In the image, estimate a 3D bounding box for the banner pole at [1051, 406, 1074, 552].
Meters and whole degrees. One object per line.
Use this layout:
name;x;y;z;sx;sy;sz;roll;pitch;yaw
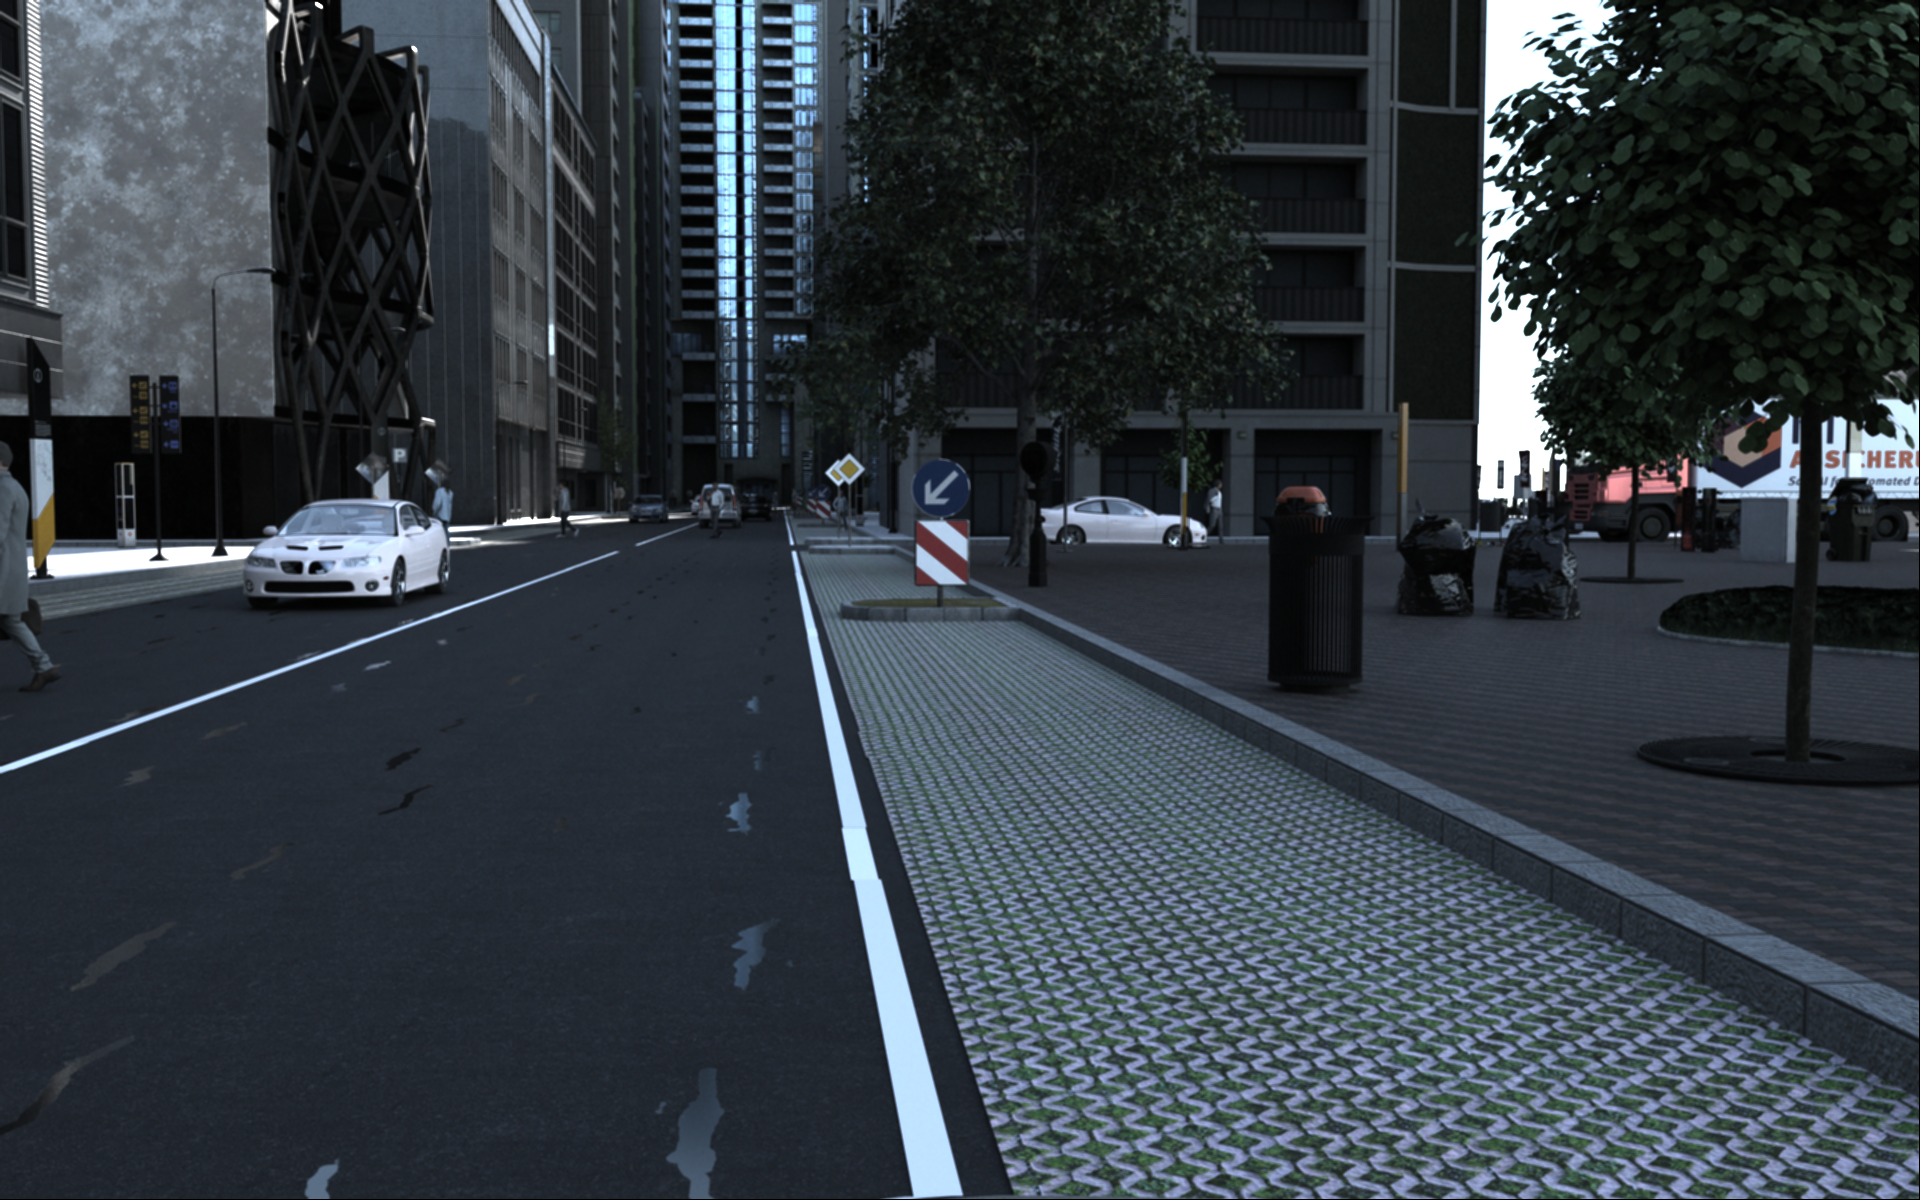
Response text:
banner pole;2.228;-2.963;38.467;0.401;3.779;0.863;-2;4;-27

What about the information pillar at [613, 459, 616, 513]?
information pillar;-23.085;-7.609;115.762;0.183;3.616;0.504;0;4;-6

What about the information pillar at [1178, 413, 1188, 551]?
information pillar;5.080;-2.933;39.309;0.183;3.616;0.504;0;4;1

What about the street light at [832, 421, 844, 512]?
street light;-5.059;-6.524;79.215;1.470;5.913;1.316;0;4;-6

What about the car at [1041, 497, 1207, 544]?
car;4.075;-2.023;45.439;4.827;1.381;2.083;0;4;-6

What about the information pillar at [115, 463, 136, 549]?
information pillar;-19.717;-2.228;40.924;0.304;2.012;0.304;2;4;33

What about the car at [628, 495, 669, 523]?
car;-15.615;-4.588;87.010;2.014;1.417;4.499;0;4;-6

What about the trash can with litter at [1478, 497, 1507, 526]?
trash can with litter;21.149;-3.510;68.779;1.055;1.170;0.624;2;4;34

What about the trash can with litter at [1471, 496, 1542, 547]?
trash can with litter;13.433;-1.929;42.595;2.233;1.210;1.678;2;4;25

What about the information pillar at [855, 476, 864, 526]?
information pillar;-4.006;-3.950;69.080;0.304;2.012;0.304;-1;4;-9

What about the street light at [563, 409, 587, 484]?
street light;-20.970;-7.442;94.213;1.470;5.913;1.316;0;4;-6

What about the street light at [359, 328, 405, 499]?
street light;-16.221;-4.649;48.556;1.470;5.913;1.316;0;4;-6

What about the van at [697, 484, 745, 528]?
van;-10.230;-4.091;73.893;2.013;2.044;4.112;0;4;-5

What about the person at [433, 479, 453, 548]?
person;-12.108;-1.947;40.603;0.793;1.790;0.793;-1;4;-10

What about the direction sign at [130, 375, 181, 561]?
direction sign;-15.381;-2.518;33.173;0.876;3.537;0.379;-1;4;-9

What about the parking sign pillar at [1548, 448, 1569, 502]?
parking sign pillar;32.897;-6.571;95.907;1.447;3.967;1.447;1;4;9

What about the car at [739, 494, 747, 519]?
car;-13.062;-5.472;99.252;2.009;1.686;4.222;0;4;-7

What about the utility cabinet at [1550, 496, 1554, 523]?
utility cabinet;24.084;-3.544;69.114;0.306;1.237;1.020;-3;5;-40

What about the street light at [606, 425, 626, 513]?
street light;-23.213;-8.835;116.987;1.470;5.913;1.316;0;4;-6

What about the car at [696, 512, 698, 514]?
car;-18.701;-7.089;128.481;1.945;1.354;3.894;0;4;-5

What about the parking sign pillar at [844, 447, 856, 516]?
parking sign pillar;-6.378;-6.826;100.070;1.447;3.967;1.447;-1;4;-15

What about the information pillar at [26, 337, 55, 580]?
information pillar;-13.864;-2.127;26.127;0.183;3.616;0.504;0;4;1

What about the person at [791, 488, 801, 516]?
person;-10.844;-6.412;113.462;0.853;1.813;0.709;-3;5;-41

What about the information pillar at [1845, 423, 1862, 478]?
information pillar;18.095;-2.675;35.099;0.504;3.616;0.183;-2;4;-35

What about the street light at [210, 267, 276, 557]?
street light;-14.723;-3.857;35.602;1.470;5.913;1.316;0;4;-6

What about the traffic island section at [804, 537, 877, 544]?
traffic island section;-3.486;-1.702;50.108;2.009;0.180;2.903;0;4;-6

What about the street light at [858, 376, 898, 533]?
street light;-2.728;-5.132;56.450;1.470;5.913;1.316;0;4;-6

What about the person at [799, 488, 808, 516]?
person;-9.956;-6.253;110.986;0.529;1.795;0.600;-3;4;-36

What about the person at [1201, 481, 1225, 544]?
person;6.973;-2.379;47.502;0.850;1.850;0.679;2;4;32

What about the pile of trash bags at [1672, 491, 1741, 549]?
pile of trash bags;18.587;-1.993;42.330;1.912;1.369;3.447;-1;4;-13

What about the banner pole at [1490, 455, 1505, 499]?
banner pole;34.337;-7.373;110.565;0.863;3.779;0.401;1;4;13

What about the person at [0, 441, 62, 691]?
person;-6.910;-0.233;12.416;0.767;1.812;0.694;-1;4;-18

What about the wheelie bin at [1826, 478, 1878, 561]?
wheelie bin;17.104;-1.545;33.167;0.980;1.594;0.693;-1;4;-20

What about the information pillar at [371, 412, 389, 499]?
information pillar;-16.548;-3.555;49.471;0.504;3.616;0.183;0;4;4

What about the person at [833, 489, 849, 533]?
person;-4.382;-3.270;63.778;0.589;1.601;0.330;0;4;-7

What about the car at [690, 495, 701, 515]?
car;-17.923;-6.691;121.764;2.083;1.381;4.827;0;4;-8

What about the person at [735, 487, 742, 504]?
person;-11.457;-4.901;88.808;0.661;1.801;0.590;1;4;22

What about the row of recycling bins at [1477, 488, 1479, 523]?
row of recycling bins;21.826;-4.335;77.986;1.069;1.692;3.534;-3;4;-36

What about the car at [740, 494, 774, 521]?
car;-10.929;-5.040;92.192;2.009;1.686;4.222;0;4;-4

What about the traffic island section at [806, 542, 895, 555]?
traffic island section;-2.665;-1.216;42.165;2.009;0.180;2.903;0;4;-6

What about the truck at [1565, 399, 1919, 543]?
truck;22.161;-3.640;48.426;11.283;4.237;2.839;0;4;-4

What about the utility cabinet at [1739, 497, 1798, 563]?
utility cabinet;15.327;-1.326;32.843;0.306;1.237;1.020;-2;4;-28

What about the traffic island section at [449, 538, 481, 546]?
traffic island section;-14.719;-1.631;48.955;2.009;0.180;2.903;0;4;-6

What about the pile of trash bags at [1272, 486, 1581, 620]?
pile of trash bags;5.104;-0.569;19.056;3.447;1.369;1.912;2;4;28

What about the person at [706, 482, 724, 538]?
person;-8.003;-2.933;56.556;0.679;1.850;0.850;2;4;23

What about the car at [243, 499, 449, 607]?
car;-8.204;-0.681;23.497;2.083;1.381;4.827;0;4;-5

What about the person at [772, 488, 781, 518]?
person;-10.840;-5.739;102.423;0.778;1.811;0.616;2;4;35

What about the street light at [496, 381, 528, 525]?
street light;-18.465;-6.042;71.331;1.470;5.913;1.316;0;4;-6

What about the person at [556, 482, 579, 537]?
person;-13.032;-3.004;57.468;0.795;1.843;0.661;0;4;-3

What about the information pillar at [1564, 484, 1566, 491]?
information pillar;42.468;-7.140;121.224;0.304;2.012;0.304;1;4;8
